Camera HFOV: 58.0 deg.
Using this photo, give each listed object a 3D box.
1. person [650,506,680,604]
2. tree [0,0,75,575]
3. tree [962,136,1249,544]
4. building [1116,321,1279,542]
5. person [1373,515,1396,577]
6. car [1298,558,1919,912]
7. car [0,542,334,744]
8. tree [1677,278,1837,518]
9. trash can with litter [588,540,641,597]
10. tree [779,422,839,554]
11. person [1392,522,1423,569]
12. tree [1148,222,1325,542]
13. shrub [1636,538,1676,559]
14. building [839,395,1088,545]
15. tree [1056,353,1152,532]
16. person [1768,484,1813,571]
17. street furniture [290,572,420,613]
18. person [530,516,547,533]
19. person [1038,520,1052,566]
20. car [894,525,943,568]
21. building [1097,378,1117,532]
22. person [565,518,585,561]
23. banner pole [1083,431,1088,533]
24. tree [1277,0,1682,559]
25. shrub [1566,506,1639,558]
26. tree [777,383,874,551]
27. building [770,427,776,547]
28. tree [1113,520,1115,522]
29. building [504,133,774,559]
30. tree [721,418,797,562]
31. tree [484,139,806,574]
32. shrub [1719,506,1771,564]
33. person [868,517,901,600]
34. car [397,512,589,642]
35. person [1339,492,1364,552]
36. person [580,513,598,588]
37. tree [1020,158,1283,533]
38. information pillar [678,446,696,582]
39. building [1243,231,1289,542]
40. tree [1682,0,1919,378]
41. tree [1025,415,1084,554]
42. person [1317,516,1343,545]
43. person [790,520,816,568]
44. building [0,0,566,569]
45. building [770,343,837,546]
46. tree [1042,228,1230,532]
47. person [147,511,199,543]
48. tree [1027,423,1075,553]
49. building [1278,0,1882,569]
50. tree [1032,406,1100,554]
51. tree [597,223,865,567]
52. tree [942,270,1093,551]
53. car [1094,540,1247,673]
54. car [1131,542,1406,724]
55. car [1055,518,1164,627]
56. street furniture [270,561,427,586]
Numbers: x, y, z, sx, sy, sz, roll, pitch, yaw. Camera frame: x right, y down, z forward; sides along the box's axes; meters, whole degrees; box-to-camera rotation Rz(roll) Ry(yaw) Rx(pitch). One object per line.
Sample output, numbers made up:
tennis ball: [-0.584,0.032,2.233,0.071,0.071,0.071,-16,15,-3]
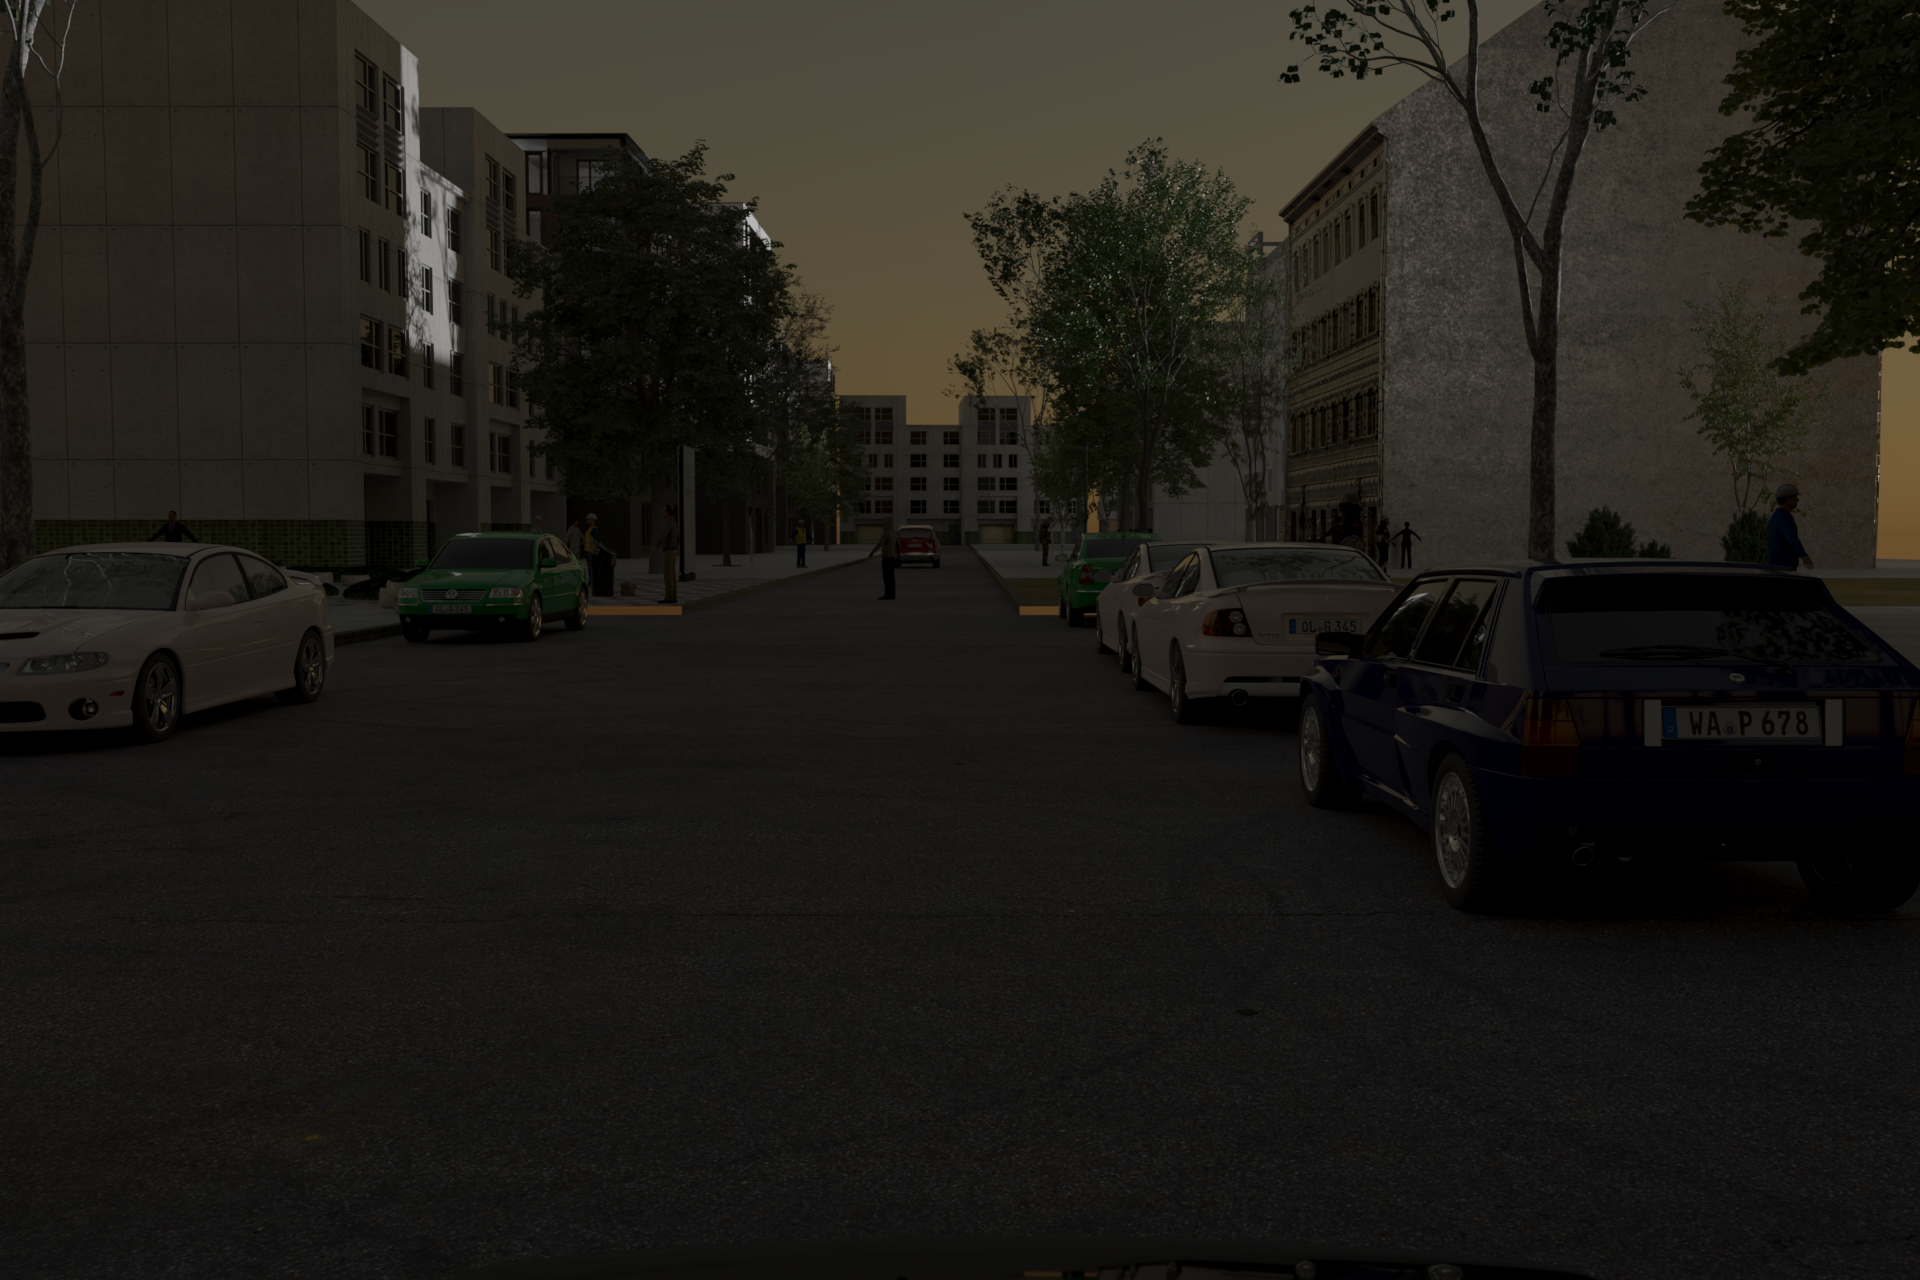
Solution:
person: [-5.401,-1.575,32.020,0.705,1.796,1.348,1,4,9]
tree: [-13.364,-10.096,20.954,12.611,20.169,13.585,0,3,0]
tree: [6.852,-13.879,82.804,12.611,20.169,13.585,0,3,0]
building: [23.648,-17.497,152.539,16.747,18.905,31.486,0,4,0]
person: [12.500,-2.765,50.988,0.705,1.856,1.354,2,4,33]
car: [2.705,0.285,7.928,1.945,1.354,3.894,0,4,-1]
car: [-6.404,-0.060,13.350,2.083,1.381,4.827,0,3,0]
tree: [22.534,-6.068,49.575,4.737,8.622,4.395,0,3,0]
trash can with litter: [-7.117,-1.485,35.667,1.055,1.170,0.624,0,4,-1]
tree: [-9.601,-9.896,112.163,4.737,8.622,4.395,0,3,0]
person: [16.410,-3.485,63.705,1.216,1.740,0.721,0,4,6]
tree: [7.074,-5.503,40.331,4.360,8.622,3.978,0,3,0]
shrub: [14.755,-1.571,36.798,1.383,1.207,1.383,0,3,0]
building: [0.158,-21.930,227.465,31.486,18.905,16.747,0,4,-3]
tree: [5.991,-7.371,70.872,4.737,8.622,4.395,0,3,0]
person: [9.230,-0.822,19.328,0.705,1.842,1.347,1,4,13]
street furniture: [-11.853,-0.964,31.387,5.734,0.657,10.072,-1,4,-14]
person: [-12.984,-2.916,53.536,0.705,1.847,1.347,2,4,28]
person: [3.463,-3.906,69.628,0.705,1.858,1.354,0,4,-7]
car: [-1.860,-3.994,73.975,2.281,1.827,5.304,0,3,0]
building: [21.472,-21.334,205.238,16.016,20.090,11.380,0,3,0]
person: [-12.562,-3.086,56.649,0.705,1.806,1.347,1,4,21]
banner pole: [3.069,-3.188,42.134,0.401,3.779,0.863,0,4,-1]
tree: [8.697,-10.538,28.180,12.611,20.169,13.585,0,3,0]
shrub: [15.794,-2.335,42.601,1.690,2.028,1.600,0,3,0]
tree: [-10.358,-12.932,129.565,7.486,12.596,7.792,0,3,0]
building: [-26.418,-17.573,153.781,16.747,18.905,31.486,0,4,0]
tree: [21.284,-16.624,222.156,4.360,8.622,3.978,0,3,0]
building: [-27.235,-15.966,105.020,27.936,21.610,32.646,0,4,1]
tree: [-9.603,-7.898,79.490,4.360,8.622,3.978,0,3,0]
tree: [-9.812,-9.094,55.345,9.857,13.997,8.962,0,3,0]
shrub: [20.973,-2.535,45.874,1.690,2.028,1.600,0,3,0]
person: [-1.588,-1.787,37.809,0.705,1.813,1.348,2,4,26]
car: [-6.506,-0.958,24.463,1.959,1.807,4.718,0,4,0]
person: [5.272,-1.082,23.554,0.704,1.845,1.351,0,4,7]
person: [-8.844,-2.123,41.168,0.721,1.772,1.216,-2,4,-25]
tree: [5.188,-7.484,48.125,9.928,11.665,9.643,0,3,0]
information pillar: [-7.419,-3.408,47.029,0.184,3.620,1.656,0,4,1]
building: [23.262,-15.475,109.435,16.016,20.090,11.380,0,3,0]
tree: [8.800,-5.802,12.988,7.486,12.596,7.792,0,3,0]
tree: [6.122,-9.460,105.026,4.737,8.622,4.395,0,3,0]
person: [11.119,-2.735,50.848,1.346,1.812,0.704,0,4,7]
person: [-6.018,-3.664,65.874,0.705,1.833,1.349,3,5,41]
building: [-28.478,-12.581,72.154,16.747,18.905,31.486,0,3,0]
building: [-29.264,-21.818,200.702,27.936,21.610,32.646,0,4,0]
tree: [6.309,-8.857,62.932,7.486,12.596,7.792,0,3,0]
person: [-17.535,-1.979,38.582,1.346,1.802,0.704,0,4,-1]
tree: [6.263,-10.054,114.744,4.737,8.622,4.395,0,3,0]
building: [24.764,-14.787,72.700,19.493,23.208,18.063,0,4,0]
tree: [5.768,-8.859,95.207,4.737,8.622,4.395,0,3,0]
tree: [-9.283,-9.659,68.302,12.009,13.543,11.850,0,3,0]
tree: [5.037,-16.546,126.416,12.611,20.169,13.585,0,3,0]
car: [2.577,-0.422,19.269,2.083,1.381,4.827,0,4,0]
car: [2.530,-0.126,14.426,2.083,1.381,4.827,0,4,-1]
car: [2.555,-1.183,28.134,1.959,1.807,4.718,0,4,0]
street furniture: [-15.418,-1.771,44.587,10.072,0.657,5.734,-3,4,-37]
